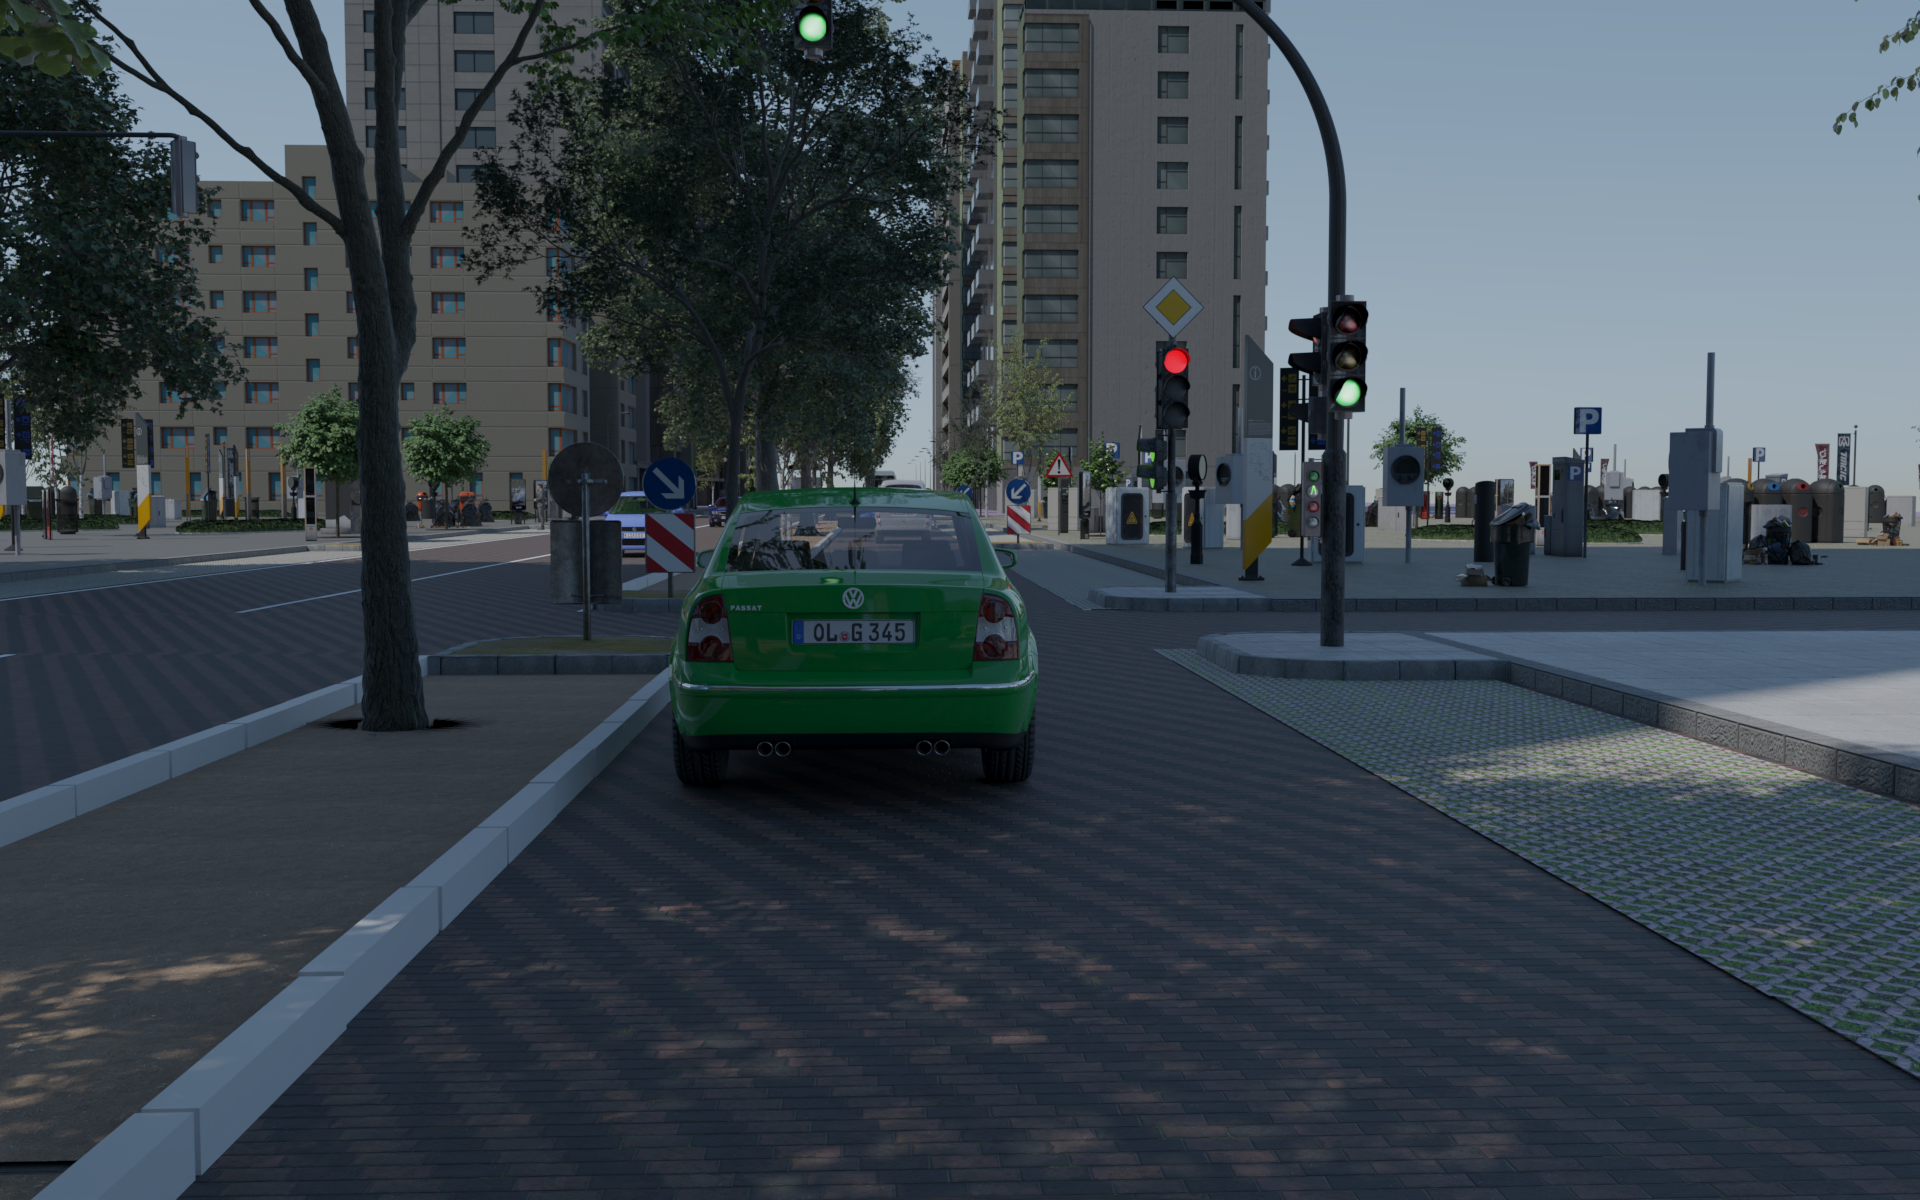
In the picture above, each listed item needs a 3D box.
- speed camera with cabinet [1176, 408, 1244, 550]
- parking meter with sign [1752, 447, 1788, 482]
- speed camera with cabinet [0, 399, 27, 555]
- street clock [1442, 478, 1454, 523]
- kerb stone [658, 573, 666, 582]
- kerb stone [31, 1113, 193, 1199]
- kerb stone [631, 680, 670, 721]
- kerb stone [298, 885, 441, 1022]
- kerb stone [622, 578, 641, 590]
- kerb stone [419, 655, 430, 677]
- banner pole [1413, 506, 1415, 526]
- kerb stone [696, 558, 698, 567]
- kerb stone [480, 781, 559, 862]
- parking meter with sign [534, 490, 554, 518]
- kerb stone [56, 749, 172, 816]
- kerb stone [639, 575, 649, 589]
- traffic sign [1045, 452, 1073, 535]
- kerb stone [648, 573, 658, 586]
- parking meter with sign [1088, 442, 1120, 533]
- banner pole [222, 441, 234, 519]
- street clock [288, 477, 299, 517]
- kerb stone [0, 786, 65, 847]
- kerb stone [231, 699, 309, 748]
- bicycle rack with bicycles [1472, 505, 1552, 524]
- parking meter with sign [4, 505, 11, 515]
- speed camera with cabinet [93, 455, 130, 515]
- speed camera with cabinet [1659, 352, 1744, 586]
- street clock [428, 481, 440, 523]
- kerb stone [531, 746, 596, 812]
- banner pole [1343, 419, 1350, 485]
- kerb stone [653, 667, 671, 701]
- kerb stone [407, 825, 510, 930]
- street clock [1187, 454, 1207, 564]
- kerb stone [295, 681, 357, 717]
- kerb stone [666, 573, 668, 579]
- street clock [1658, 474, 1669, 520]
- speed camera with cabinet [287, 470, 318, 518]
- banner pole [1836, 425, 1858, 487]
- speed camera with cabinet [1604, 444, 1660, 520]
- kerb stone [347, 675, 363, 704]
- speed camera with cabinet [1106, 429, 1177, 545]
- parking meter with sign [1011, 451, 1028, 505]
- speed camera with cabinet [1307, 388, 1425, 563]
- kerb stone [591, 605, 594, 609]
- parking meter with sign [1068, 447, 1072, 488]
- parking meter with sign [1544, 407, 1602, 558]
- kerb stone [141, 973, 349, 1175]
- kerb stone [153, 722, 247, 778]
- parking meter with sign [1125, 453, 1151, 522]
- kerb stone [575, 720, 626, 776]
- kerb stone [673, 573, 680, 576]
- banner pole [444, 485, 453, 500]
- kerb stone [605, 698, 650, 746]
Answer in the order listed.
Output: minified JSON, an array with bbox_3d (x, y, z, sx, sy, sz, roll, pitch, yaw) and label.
[{"bbox_3d":[5.950,-2.811,40.294,0.660,3.252,2.038,-2,4,-26],"label":"speed camera with cabinet"},{"bbox_3d":[30.065,-4.132,63.812,0.543,3.016,1.738,-1,4,-22],"label":"parking meter with sign"},{"bbox_3d":[-20.595,-2.565,36.271,2.038,3.252,0.660,1,4,16],"label":"speed camera with cabinet"},{"bbox_3d":[21.905,-4.476,77.745,0.358,2.002,0.471,-3,4,-37],"label":"street clock"},{"bbox_3d":[-4.939,-0.364,28.142,0.120,0.150,1.000,0,4,-3],"label":"kerb stone"},{"bbox_3d":[-1.633,1.173,3.113,0.120,0.150,1.000,0,4,-3],"label":"kerb stone"},{"bbox_3d":[-2.034,0.666,11.314,0.120,0.150,1.000,0,4,-3],"label":"kerb stone"},{"bbox_3d":[-1.740,1.042,5.154,0.120,0.150,1.000,0,4,-3],"label":"kerb stone"},{"bbox_3d":[-4.790,-0.176,25.080,0.120,0.150,1.000,0,4,-3],"label":"kerb stone"},{"bbox_3d":[-4.230,0.546,13.270,0.120,0.150,1.000,0,4,-3],"label":"kerb stone"},{"bbox_3d":[17.879,-4.824,68.883,0.401,3.779,0.863,-3,5,-39],"label":"banner pole"},{"bbox_3d":[-5.286,-0.798,35.315,0.120,0.150,1.000,0,4,-3],"label":"kerb stone"},{"bbox_3d":[-1.831,0.921,7.200,0.120,0.150,1.000,0,4,-3],"label":"kerb stone"},{"bbox_3d":[-21.950,-5.902,92.751,1.738,3.016,0.543,1,4,12],"label":"parking meter with sign"},{"bbox_3d":[-3.982,0.860,8.140,0.120,0.150,1.000,0,4,-3],"label":"kerb stone"},{"bbox_3d":[-4.845,-0.239,26.100,0.120,0.150,1.000,0,4,-3],"label":"kerb stone"},{"bbox_3d":[3.070,-3.285,53.719,0.884,2.594,0.081,0,4,0],"label":"traffic sign"},{"bbox_3d":[-4.886,-0.301,27.121,0.120,0.150,1.000,0,4,-3],"label":"kerb stone"},{"bbox_3d":[4.705,-3.754,57.632,0.543,3.016,1.738,2,4,29],"label":"parking meter with sign"},{"bbox_3d":[-34.748,-5.645,82.320,0.401,3.779,0.863,2,4,28],"label":"banner pole"},{"bbox_3d":[-27.882,-4.153,72.473,0.471,2.002,0.358,3,4,39],"label":"street clock"},{"bbox_3d":[-3.930,0.922,7.119,0.120,0.150,1.000,0,4,-3],"label":"kerb stone"},{"bbox_3d":[-4.073,0.734,10.195,0.120,0.150,1.000,0,4,-3],"label":"kerb stone"},{"bbox_3d":[17.824,-2.558,55.205,2.925,0.926,2.852,1,4,18],"label":"bicycle rack with bicycles"},{"bbox_3d":[-51.585,-5.963,93.748,0.543,3.016,1.738,0,4,-1],"label":"parking meter with sign"},{"bbox_3d":[-43.570,-5.798,89.137,0.660,3.252,2.038,1,4,20],"label":"speed camera with cabinet"},{"bbox_3d":[10.744,-1.870,24.916,0.660,3.252,2.038,3,4,37],"label":"speed camera with cabinet"},{"bbox_3d":[-23.046,-4.365,75.936,0.471,2.002,0.358,0,4,5],"label":"street clock"},{"bbox_3d":[-1.883,0.855,8.222,0.120,0.150,1.000,0,4,-3],"label":"kerb stone"},{"bbox_3d":[10.353,-3.482,46.955,0.863,3.779,0.401,-2,4,-35],"label":"banner pole"},{"bbox_3d":[-2.084,0.604,12.343,0.120,0.150,1.000,0,4,-3],"label":"kerb stone"},{"bbox_3d":[-1.783,0.983,6.178,0.120,0.150,1.000,0,4,-3],"label":"kerb stone"},{"bbox_3d":[4.338,-1.658,31.684,0.358,2.002,0.471,2,4,26],"label":"street clock"},{"bbox_3d":[-4.136,0.674,11.219,0.120,0.150,1.000,0,4,-3],"label":"kerb stone"},{"bbox_3d":[-4.991,-0.423,29.174,0.120,0.150,1.000,0,4,-3],"label":"kerb stone"},{"bbox_3d":[25.043,-3.487,61.579,0.358,2.002,0.471,-1,4,-15],"label":"street clock"},{"bbox_3d":[-33.980,-5.817,89.449,0.660,3.252,2.038,1,4,9],"label":"speed camera with cabinet"},{"bbox_3d":[32.107,-4.442,62.645,0.863,3.779,0.401,0,4,5],"label":"banner pole"},{"bbox_3d":[26.603,-4.537,68.523,2.038,3.252,0.660,1,4,16],"label":"speed camera with cabinet"},{"bbox_3d":[-4.174,0.609,12.247,0.120,0.150,1.000,0,4,-3],"label":"kerb stone"},{"bbox_3d":[4.721,-3.036,43.968,2.038,3.252,0.660,-2,4,-25],"label":"speed camera with cabinet"},{"bbox_3d":[2.426,-4.479,69.487,0.543,3.016,1.738,0,4,-6],"label":"parking meter with sign"},{"bbox_3d":[7.528,-2.312,32.140,2.038,3.252,0.660,0,4,4],"label":"speed camera with cabinet"},{"bbox_3d":[-4.652,0.011,22.011,0.120,0.150,1.000,0,4,-3],"label":"kerb stone"},{"bbox_3d":[4.858,-4.106,63.390,1.738,3.016,0.543,1,4,9],"label":"parking meter with sign"},{"bbox_3d":[12.512,-2.405,35.578,0.543,3.016,1.738,0,4,-4],"label":"parking meter with sign"},{"bbox_3d":[-1.679,1.111,4.134,0.120,0.150,1.000,0,4,-3],"label":"kerb stone"},{"bbox_3d":[-4.027,0.797,9.161,0.120,0.150,1.000,0,4,-3],"label":"kerb stone"},{"bbox_3d":[6.720,-4.326,66.993,1.738,3.016,0.543,-3,4,-38],"label":"parking meter with sign"},{"bbox_3d":[-1.928,0.795,9.247,0.120,0.150,1.000,0,4,-3],"label":"kerb stone"},{"bbox_3d":[-5.038,-0.489,30.194,0.120,0.150,1.000,0,4,-3],"label":"kerb stone"},{"bbox_3d":[-24.092,-5.607,81.684,0.401,3.779,0.863,1,4,14],"label":"banner pole"},{"bbox_3d":[-1.979,0.731,10.277,0.120,0.150,1.000,0,4,-3],"label":"kerb stone"}]
